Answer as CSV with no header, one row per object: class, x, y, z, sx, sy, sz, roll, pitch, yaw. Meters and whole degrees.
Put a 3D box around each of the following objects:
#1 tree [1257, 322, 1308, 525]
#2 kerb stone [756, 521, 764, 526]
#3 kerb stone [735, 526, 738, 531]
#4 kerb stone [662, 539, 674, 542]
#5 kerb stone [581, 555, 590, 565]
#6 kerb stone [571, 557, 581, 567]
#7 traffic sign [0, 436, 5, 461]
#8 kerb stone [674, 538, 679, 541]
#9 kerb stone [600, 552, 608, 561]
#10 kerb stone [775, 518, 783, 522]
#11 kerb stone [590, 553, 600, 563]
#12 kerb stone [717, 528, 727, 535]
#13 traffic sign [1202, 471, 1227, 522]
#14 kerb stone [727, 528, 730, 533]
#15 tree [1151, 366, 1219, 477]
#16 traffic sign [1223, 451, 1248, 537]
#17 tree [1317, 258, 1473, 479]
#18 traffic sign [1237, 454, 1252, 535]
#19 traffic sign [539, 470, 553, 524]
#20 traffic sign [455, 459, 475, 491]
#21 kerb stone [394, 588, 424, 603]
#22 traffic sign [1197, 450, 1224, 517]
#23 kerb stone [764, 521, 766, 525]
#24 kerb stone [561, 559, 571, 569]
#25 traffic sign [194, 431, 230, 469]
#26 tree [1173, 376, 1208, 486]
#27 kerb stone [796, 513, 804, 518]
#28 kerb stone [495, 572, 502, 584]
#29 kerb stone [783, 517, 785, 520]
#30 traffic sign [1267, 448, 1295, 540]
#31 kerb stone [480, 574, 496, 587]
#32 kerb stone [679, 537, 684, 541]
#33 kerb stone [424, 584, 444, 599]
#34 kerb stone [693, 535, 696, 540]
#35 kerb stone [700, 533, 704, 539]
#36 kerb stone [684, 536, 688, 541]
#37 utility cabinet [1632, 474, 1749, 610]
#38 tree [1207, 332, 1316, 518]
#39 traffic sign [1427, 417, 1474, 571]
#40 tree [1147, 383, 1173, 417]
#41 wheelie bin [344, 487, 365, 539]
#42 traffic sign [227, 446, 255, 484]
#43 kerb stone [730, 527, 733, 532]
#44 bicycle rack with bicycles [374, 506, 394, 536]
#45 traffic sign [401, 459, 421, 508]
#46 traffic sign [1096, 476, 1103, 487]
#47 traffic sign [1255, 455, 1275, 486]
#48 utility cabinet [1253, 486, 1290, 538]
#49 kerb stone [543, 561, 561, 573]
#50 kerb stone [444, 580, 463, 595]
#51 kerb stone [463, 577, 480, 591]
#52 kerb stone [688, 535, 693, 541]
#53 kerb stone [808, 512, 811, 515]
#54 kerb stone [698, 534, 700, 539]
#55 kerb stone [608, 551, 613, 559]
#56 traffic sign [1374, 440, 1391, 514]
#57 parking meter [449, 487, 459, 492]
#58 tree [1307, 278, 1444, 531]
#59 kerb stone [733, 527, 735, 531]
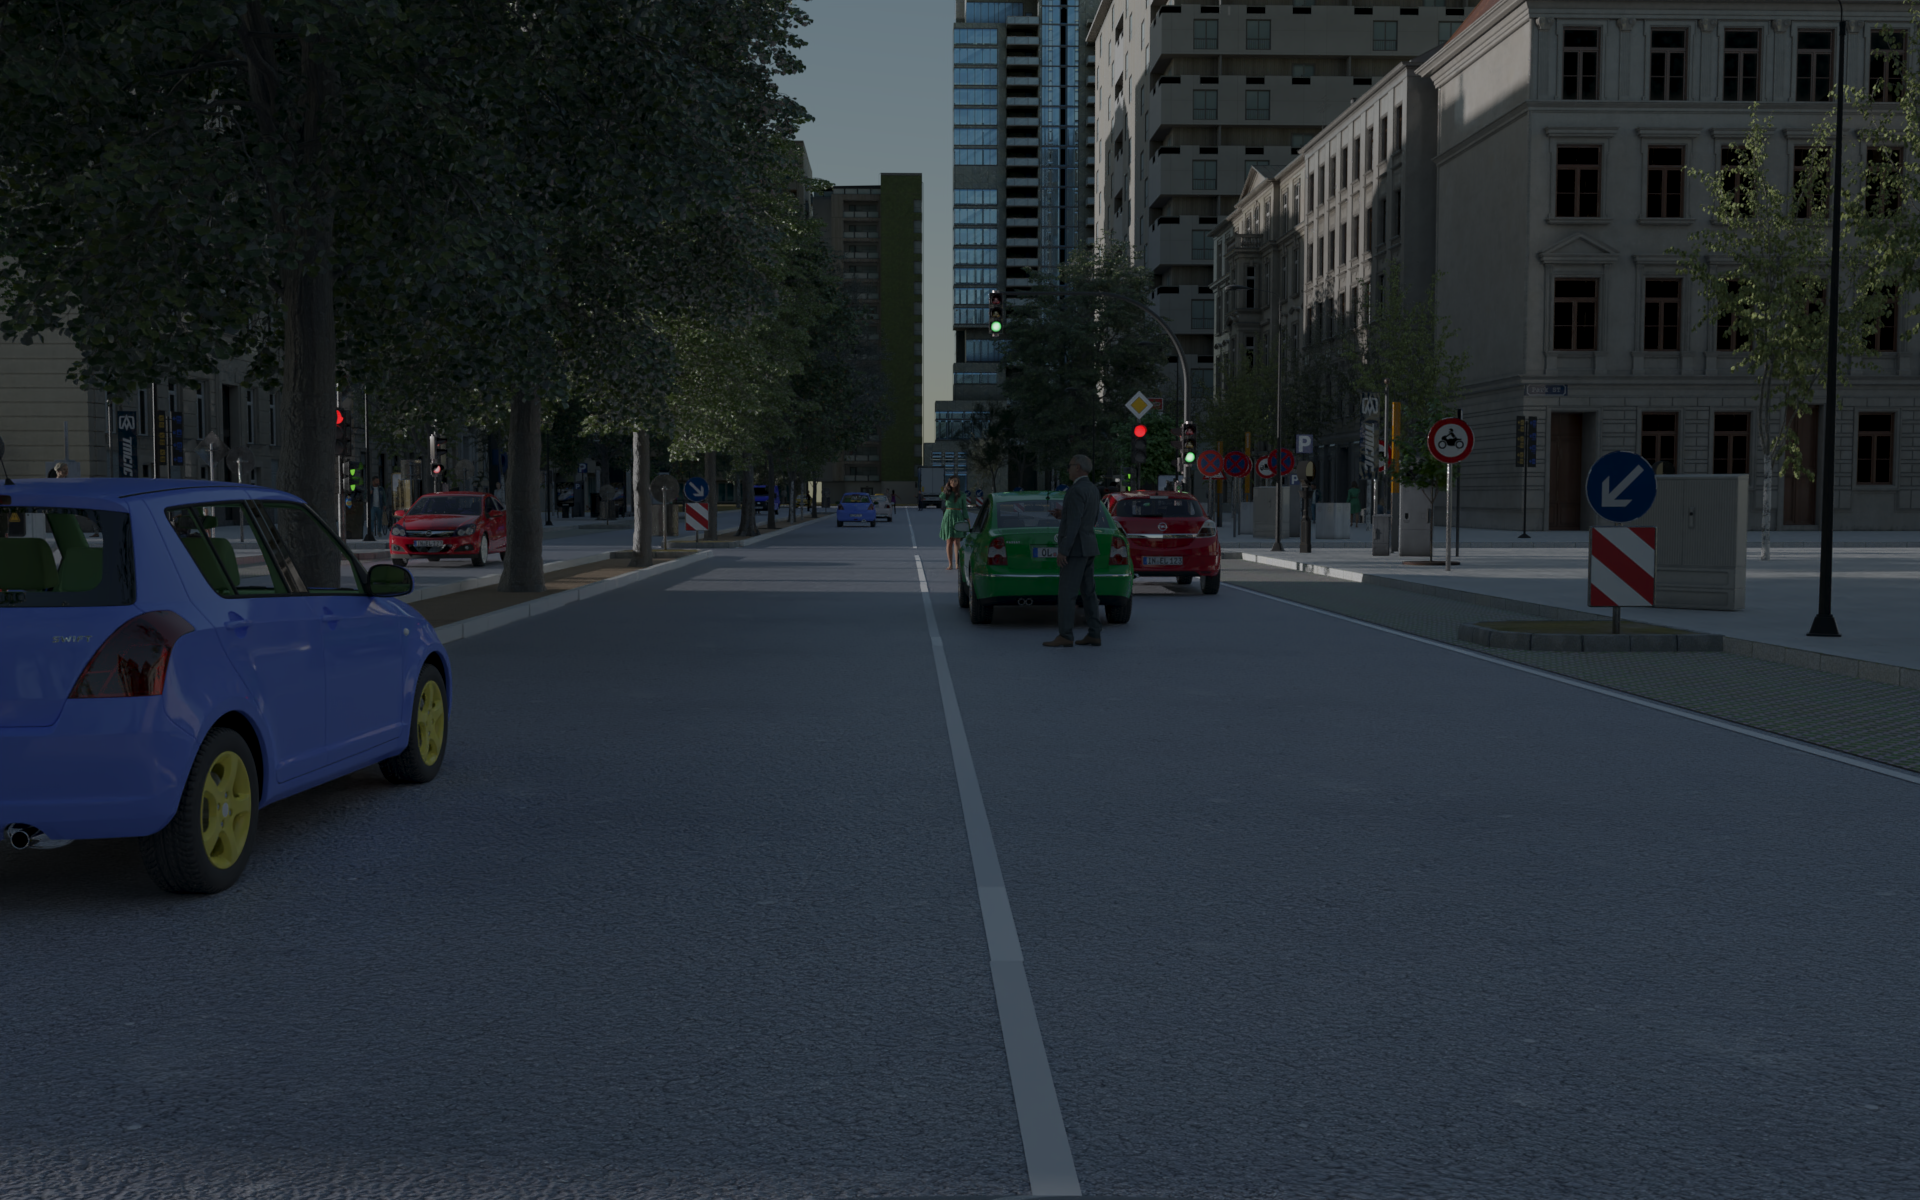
tree,14.069,-7.389,71.171,4.360,8.622,3.978,0,3,0
kerb stone,-9.098,-3.449,78.621,0.120,0.150,1.000,0,4,-2
kerb stone,-8.707,-2.699,66.322,0.120,0.150,1.000,0,4,-2
kerb stone,-8.103,-1.570,47.874,0.120,0.150,1.000,0,4,-2
kerb stone,-7.679,-0.785,35.038,0.120,0.150,1.000,0,4,-2
kerb stone,-7.643,-0.723,34.014,0.120,0.150,1.000,0,4,-2
traffic sign,-18.945,-2.052,33.664,0.768,2.556,0.104,0,4,-1
kerb stone,-8.132,-1.633,48.901,0.120,0.150,1.000,0,4,-2
kerb stone,-7.737,-0.911,37.084,0.120,0.150,1.000,0,4,-2
kerb stone,-9.500,-4.202,90.893,0.120,0.150,1.000,0,4,-2
kerb stone,-7.705,-0.848,36.060,0.120,0.150,1.000,0,4,-2
kerb stone,-8.569,-2.448,62.225,0.120,0.150,1.000,0,4,-2
traffic sign,9.233,-3.848,62.914,0.884,2.594,0.081,0,4,3
kerb stone,-8.596,-2.511,63.247,0.120,0.150,1.000,0,4,-2
tree,12.922,-9.124,99.532,4.360,8.622,3.978,0,3,0
traffic sign,8.136,-3.128,51.245,0.768,2.556,0.104,0,3,0
tree,13.869,-6.309,53.517,4.737,8.622,4.395,0,3,0
traffic sign,8.718,-3.298,54.030,0.768,2.556,0.104,0,4,1
traffic sign,-17.813,-4.424,74.458,0.606,2.300,0.079,0,4,4
traffic sign,-18.158,-3.877,63.493,0.768,2.556,0.104,0,4,6
kerb stone,-7.273,-0.033,22.731,0.120,0.150,1.000,0,4,-2
traffic sign,7.200,-3.044,49.877,0.768,2.556,0.104,0,4,4
kerb stone,-9.137,-3.514,79.643,0.120,0.150,1.000,0,4,-2
kerb stone,-7.610,-0.660,32.989,0.120,0.150,1.000,0,4,-2
traffic sign,-15.563,-2.222,36.063,0.795,2.593,0.064,0,4,6
tree,13.721,-8.254,85.309,4.737,8.622,4.395,0,3,0
kerb stone,-10.108,-5.327,109.351,0.120,0.150,1.000,0,4,-2
kerb stone,-7.442,-0.347,27.866,0.120,0.150,1.000,0,4,-2
kerb stone,-9.542,-4.264,91.915,0.120,0.150,1.000,0,4,-2
traffic sign,8.847,-2.919,47.827,0.768,2.556,0.104,0,4,0
kerb stone,-7.407,-0.274,26.838,0.120,0.150,1.000,0,4,-2
kerb stone,-8.165,-1.696,49.923,0.120,0.150,1.000,0,4,-2
kerb stone,-7.304,-0.096,23.762,0.120,0.150,1.000,0,4,-2
kerb stone,-8.266,-1.884,52.997,0.120,0.150,1.000,0,4,-2
kerb stone,-8.333,-2.010,55.054,0.120,0.150,1.000,0,4,-2
kerb stone,-8.195,-1.759,50.948,0.120,0.150,1.000,0,4,-2
utility cabinet,8.121,-0.652,19.332,0.318,1.500,1.173,-3,5,-44
tree,14.294,-7.827,78.335,4.737,8.622,4.395,0,3,0
traffic sign,8.138,-1.755,28.800,0.768,2.556,0.104,0,4,3
tree,13.364,-9.939,112.858,4.737,8.622,4.395,0,3,0
wheelie bin,-17.267,-2.528,49.240,0.693,1.594,0.980,-2,4,-25
traffic sign,-19.144,-2.814,46.116,0.768,2.556,0.104,0,4,2
kerb stone,-8.631,-2.573,64.270,0.120,0.150,1.000,0,4,-2
bicycle rack with bicycles,-17.228,-2.504,54.329,2.852,0.926,2.925,-1,4,-15
traffic sign,-16.106,-2.979,50.835,0.606,2.300,0.079,0,4,3
traffic sign,8.189,-6.342,103.794,0.768,2.556,0.104,0,4,3
traffic sign,10.070,-3.477,56.953,0.768,2.556,0.104,0,4,0
utility cabinet,8.947,-2.517,49.839,0.318,1.500,1.173,-2,4,-35
kerb stone,-7.575,-0.597,31.955,0.120,0.150,1.000,0,4,-2
kerb stone,-7.341,-0.154,24.784,0.120,0.150,1.000,0,4,-2
kerb stone,-7.376,-0.221,25.810,0.120,0.150,1.000,0,4,-2
kerb stone,-8.224,-1.821,51.970,0.120,0.150,1.000,0,4,-2
kerb stone,-10.380,-5.833,117.570,0.120,0.150,1.000,0,4,-2
kerb stone,-8.301,-1.947,54.031,0.120,0.150,1.000,0,4,-2
kerb stone,-7.779,-0.973,38.111,0.120,0.150,1.000,0,4,-2
traffic sign,9.703,-2.466,40.420,0.768,2.556,0.104,0,4,2
parking meter,-17.766,-3.206,60.834,0.372,1.533,0.369,0,3,0
tree,14.405,-6.694,59.802,4.360,8.622,3.978,0,3,0
kerb stone,-8.672,-2.635,65.296,0.120,0.150,1.000,0,4,-2
